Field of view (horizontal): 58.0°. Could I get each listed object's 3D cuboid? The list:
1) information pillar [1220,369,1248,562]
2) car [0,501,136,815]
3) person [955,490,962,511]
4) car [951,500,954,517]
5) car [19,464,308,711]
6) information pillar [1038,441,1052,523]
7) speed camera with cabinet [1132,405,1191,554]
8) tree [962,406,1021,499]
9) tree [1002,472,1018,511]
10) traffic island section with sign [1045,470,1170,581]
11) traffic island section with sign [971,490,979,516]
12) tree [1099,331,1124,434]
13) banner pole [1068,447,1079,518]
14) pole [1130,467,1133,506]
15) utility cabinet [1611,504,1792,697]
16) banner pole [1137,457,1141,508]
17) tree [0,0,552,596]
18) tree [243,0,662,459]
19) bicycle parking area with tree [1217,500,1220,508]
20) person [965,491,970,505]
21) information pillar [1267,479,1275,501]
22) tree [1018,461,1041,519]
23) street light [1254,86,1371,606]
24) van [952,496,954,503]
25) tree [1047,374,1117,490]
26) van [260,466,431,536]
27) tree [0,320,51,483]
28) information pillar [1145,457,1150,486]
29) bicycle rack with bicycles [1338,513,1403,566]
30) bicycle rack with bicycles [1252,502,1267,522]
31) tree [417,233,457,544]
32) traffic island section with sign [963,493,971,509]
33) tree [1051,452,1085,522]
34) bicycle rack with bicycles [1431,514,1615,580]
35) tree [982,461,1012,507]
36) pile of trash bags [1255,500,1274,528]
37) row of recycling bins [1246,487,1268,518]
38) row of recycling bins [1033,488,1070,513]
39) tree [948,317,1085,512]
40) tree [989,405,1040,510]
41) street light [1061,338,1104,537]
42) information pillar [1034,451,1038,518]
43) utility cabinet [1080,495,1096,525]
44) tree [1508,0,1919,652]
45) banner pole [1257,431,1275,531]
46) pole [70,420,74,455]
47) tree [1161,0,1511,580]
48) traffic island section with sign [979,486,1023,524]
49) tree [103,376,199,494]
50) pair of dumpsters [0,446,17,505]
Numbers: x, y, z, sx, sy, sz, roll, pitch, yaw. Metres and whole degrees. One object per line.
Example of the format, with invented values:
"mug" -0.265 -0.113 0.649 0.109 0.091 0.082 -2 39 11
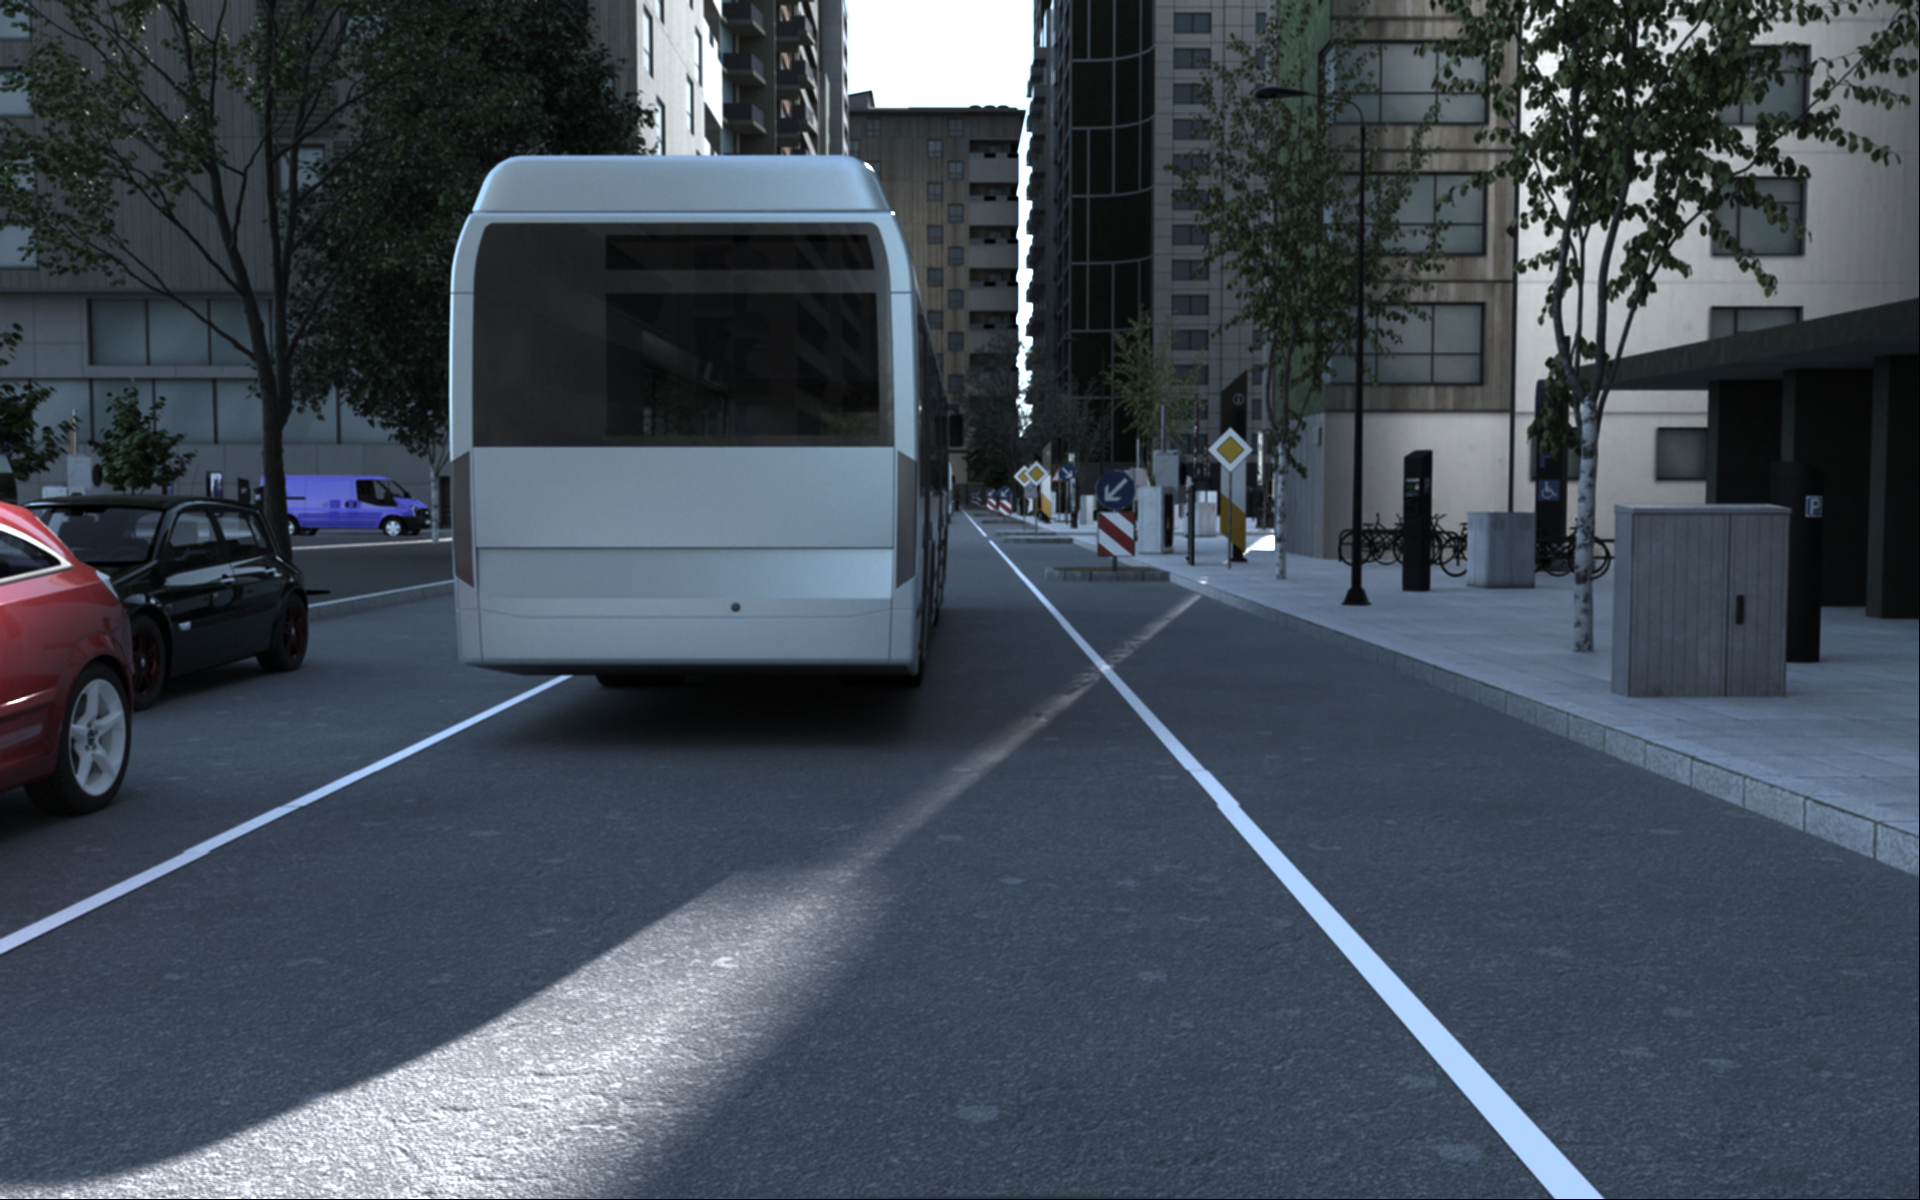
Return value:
"information pillar" 5.185 -2.531 32.729 0.504 3.616 0.183 1 4 18
"car" -4.739 0.166 6.330 2.155 1.783 4.494 0 4 -1
"person" -0.199 -8.383 145.651 0.705 1.812 1.348 -1 4 -21
"car" -1.395 -6.039 110.536 2.131 1.459 4.920 0 4 -2
"car" -6.232 -0.175 12.640 2.009 1.686 4.222 0 3 0
"information pillar" 3.779 -5.173 75.927 0.504 3.616 0.183 -2 4 -31
"speed camera with cabinet" 4.433 -2.659 37.808 0.660 3.252 2.038 1 4 22
"tree" 4.018 -18.015 212.673 7.486 12.596 7.792 0 3 0
"tree" 4.095 -8.292 130.178 1.663 3.219 1.824 0 3 0
"traffic island section with sign" 2.458 -1.269 29.368 1.989 1.847 2.006 0 4 0
"traffic island section with sign" 1.893 -6.314 111.857 1.989 1.847 2.006 0 4 0
"tree" 7.578 -7.188 67.887 4.737 8.622 4.395 0 3 0
"banner pole" 6.041 -6.226 91.806 0.863 3.779 0.401 -2 4 -34
"pole" 12.907 -8.360 130.529 0.158 3.312 0.155 0 3 0
"utility cabinet" 4.721 0.007 11.042 1.020 1.237 0.306 0 4 -3
"banner pole" 10.684 -6.948 103.624 0.401 3.779 0.863 -1 4 -11
"tree" -8.784 -5.880 21.893 9.928 11.665 9.643 0 3 0
"tree" -9.523 -7.226 35.159 9.611 12.733 9.660 0 3 0
"bicycle parking area with tree" 20.810 -7.771 114.058 8.231 4.147 9.016 2 4 23
"person" 0.794 -11.369 194.385 0.705 1.824 1.348 2 4 23
"information pillar" 15.493 -4.994 86.145 0.304 2.012 0.304 3 5 41
"tree" 4.264 -5.696 87.723 1.663 3.219 1.824 0 3 0
"street light" 4.055 -2.897 19.915 1.470 5.913 1.316 0 4 0
"van" -1.680 -11.037 187.466 2.013 2.044 4.112 0 4 -2
"tree" 7.448 -9.578 106.968 4.360 8.622 3.978 0 3 0
"van" -19.907 -3.172 56.253 5.245 2.365 2.240 0 4 -1
"tree" -9.351 -1.315 16.094 1.663 3.219 1.824 0 3 0
"information pillar" 11.975 -7.297 110.661 0.183 3.616 0.504 2 4 33
"bicycle rack with bicycles" 8.204 -1.121 31.706 2.925 0.926 2.852 0 4 2
"bicycle rack with bicycles" 13.560 -4.153 81.289 2.852 0.926 2.925 2 4 28
"tree" -13.349 -5.754 44.443 4.737 8.622 4.395 0 3 0
"traffic island section with sign" 1.553 -9.350 161.493 1.989 1.847 2.006 0 4 0
"tree" 4.946 -5.180 79.288 1.663 3.219 1.824 0 3 0
"bicycle rack with bicycles" 8.842 -0.808 26.592 2.925 0.926 2.852 0 4 2
"tree" 3.876 -11.591 173.219 4.285 4.588 4.351 0 3 0
"pile of trash bags" 12.689 -3.457 66.280 1.912 1.369 3.447 2 4 32
"row of recycling bins" 16.714 -5.337 94.370 1.069 1.692 3.534 -3 5 -41
"row of recycling bins" 6.352 -6.669 116.145 3.534 1.692 1.069 2 4 35
"tree" 3.673 -12.883 121.014 12.009 13.543 11.850 0 3 0
"tree" 4.266 -11.393 136.642 4.360 8.622 3.978 0 3 0
"street light" 3.700 -4.838 51.638 1.470 5.913 1.316 0 4 0
"information pillar" 4.290 -6.309 94.503 0.504 3.616 0.183 2 4 34
"utility cabinet" 5.339 -3.790 73.127 0.306 1.237 1.020 1 4 22
"tree" 5.310 -3.887 13.918 4.737 8.622 4.395 0 3 0
"banner pole" 10.595 -4.328 60.776 0.401 3.779 0.863 2 4 33
"pole" -24.403 -3.298 47.772 0.158 3.312 0.155 0 3 0
"tree" 5.062 -4.616 25.833 4.737 8.622 4.395 0 3 0
"traffic island section with sign" 2.070 -4.665 84.903 1.989 1.847 2.006 0 4 0
"tree" -13.531 -2.061 28.301 1.663 3.219 1.824 0 3 0
"pair of dumpsters" -8.400 -0.577 11.921 1.574 2.255 4.437 0 4 0
